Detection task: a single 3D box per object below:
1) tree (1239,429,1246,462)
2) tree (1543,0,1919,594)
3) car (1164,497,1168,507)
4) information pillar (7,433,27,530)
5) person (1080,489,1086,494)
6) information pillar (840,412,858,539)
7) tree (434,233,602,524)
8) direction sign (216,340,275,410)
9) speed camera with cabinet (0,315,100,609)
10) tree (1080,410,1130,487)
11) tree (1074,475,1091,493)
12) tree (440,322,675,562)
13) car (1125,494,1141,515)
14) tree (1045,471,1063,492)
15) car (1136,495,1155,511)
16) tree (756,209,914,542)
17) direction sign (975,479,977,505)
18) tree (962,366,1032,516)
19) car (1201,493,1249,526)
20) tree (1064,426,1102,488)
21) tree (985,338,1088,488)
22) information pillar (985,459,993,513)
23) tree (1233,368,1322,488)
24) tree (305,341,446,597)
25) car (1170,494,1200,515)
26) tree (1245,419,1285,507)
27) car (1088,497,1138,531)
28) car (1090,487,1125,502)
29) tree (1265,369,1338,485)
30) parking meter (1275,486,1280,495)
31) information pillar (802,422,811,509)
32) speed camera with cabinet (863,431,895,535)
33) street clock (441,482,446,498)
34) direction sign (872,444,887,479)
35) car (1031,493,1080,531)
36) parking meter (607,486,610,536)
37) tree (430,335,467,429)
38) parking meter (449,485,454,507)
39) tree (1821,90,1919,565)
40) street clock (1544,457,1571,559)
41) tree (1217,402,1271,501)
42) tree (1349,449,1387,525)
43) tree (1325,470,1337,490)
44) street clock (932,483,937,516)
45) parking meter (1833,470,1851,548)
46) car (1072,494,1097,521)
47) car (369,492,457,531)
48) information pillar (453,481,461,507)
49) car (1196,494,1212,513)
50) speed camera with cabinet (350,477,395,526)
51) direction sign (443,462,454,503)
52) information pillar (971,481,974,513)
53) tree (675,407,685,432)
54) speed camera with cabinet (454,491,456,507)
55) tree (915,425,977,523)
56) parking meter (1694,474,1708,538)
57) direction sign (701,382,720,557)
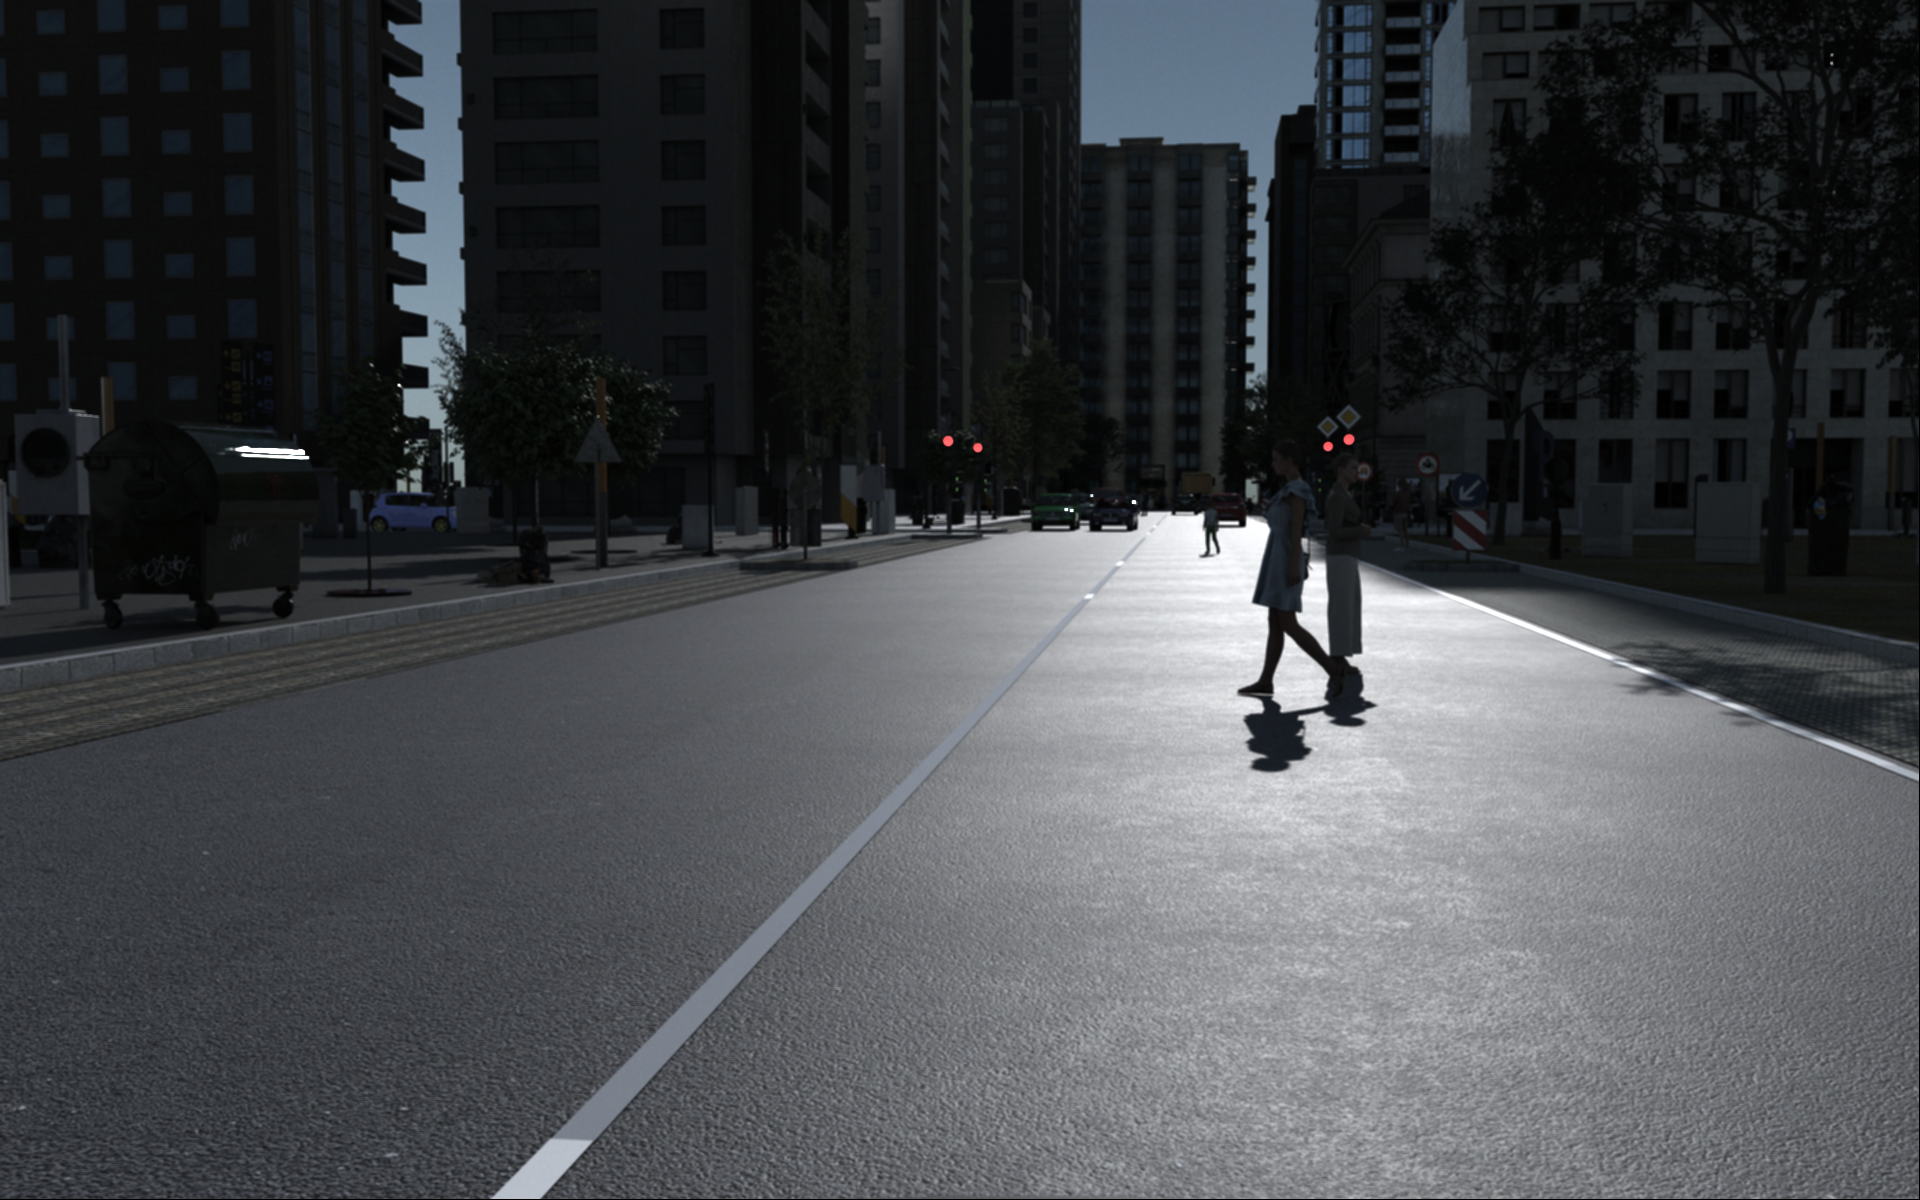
[{"bbox_3d":[30.396,-13.819,176.302,4.360,8.622,3.978,0,3,0],"label":"tree"},{"bbox_3d":[10.225,-5.349,21.867,7.601,10.594,8.767,-2,4,-35],"label":"tree"},{"bbox_3d":[22.410,-11.339,194.980,1.945,1.707,3.694,1,4,9],"label":"car"},{"bbox_3d":[-32.880,-4.221,60.375,0.504,3.616,0.183,-2,4,-24],"label":"information pillar"},{"bbox_3d":[9.275,-7.518,131.434,0.660,1.820,0.620,1,4,8],"label":"person"},{"bbox_3d":[-3.183,-3.562,49.600,0.504,3.616,0.183,-2,4,-25],"label":"information pillar"},{"bbox_3d":[-12.117,-5.995,48.381,4.360,8.622,3.978,0,3,0],"label":"tree"},{"bbox_3d":[-10.596,-2.071,25.855,0.379,3.537,0.876,2,4,33],"label":"direction sign"},{"bbox_3d":[-10.596,-1.511,19.035,2.038,3.252,0.660,0,3,0],"label":"speed camera with cabinet"},{"bbox_3d":[17.530,-17.727,215.585,9.928,11.665,9.643,0,3,0],"label":"tree"},{"bbox_3d":[12.063,-10.858,172.130,1.663,3.219,1.824,0,3,0],"label":"tree"},{"bbox_3d":[-8.172,-3.031,33.276,4.285,4.588,4.351,0,3,0],"label":"tree"},{"bbox_3d":[11.722,-6.735,121.913,2.131,1.459,4.920,0,4,8],"label":"car"},{"bbox_3d":[7.282,-8.754,137.726,1.663,3.219,1.824,0,3,0],"label":"tree"},{"bbox_3d":[15.715,-8.332,148.593,2.083,1.381,4.827,0,4,7],"label":"car"},{"bbox_3d":[-3.575,-5.843,45.895,4.737,8.622,4.395,0,3,0],"label":"tree"},{"bbox_3d":[1.283,-8.937,138.114,0.379,3.537,0.876,0,4,6],"label":"direction sign"},{"bbox_3d":[2.246,-9.071,98.678,4.360,8.622,3.978,0,3,0],"label":"tree"},{"bbox_3d":[11.959,-4.223,78.094,2.155,1.783,4.494,0,4,7],"label":"car"},{"bbox_3d":[13.065,-14.398,185.765,4.360,8.622,3.978,0,3,0],"label":"tree"},{"bbox_3d":[5.585,-12.678,125.412,7.486,12.596,7.792,0,3,0],"label":"tree"},{"bbox_3d":[1.932,-7.574,115.184,0.504,3.616,0.183,1,4,16],"label":"information pillar"},{"bbox_3d":[26.293,-13.220,141.902,9.928,11.665,9.643,0,3,0],"label":"tree"},{"bbox_3d":[-7.393,-1.676,22.011,1.663,3.219,1.824,0,3,0],"label":"tree"},{"bbox_3d":[15.700,-6.669,120.838,2.131,1.459,4.920,0,4,7],"label":"car"},{"bbox_3d":[28.459,-12.725,158.415,4.360,8.622,3.978,0,3,0],"label":"tree"},{"bbox_3d":[6.111,-3.434,68.721,1.945,1.354,3.894,1,4,9],"label":"car"},{"bbox_3d":[8.063,-5.365,96.395,2.281,1.827,5.304,0,4,8],"label":"car"},{"bbox_3d":[20.457,-9.300,102.414,4.737,8.622,4.395,0,3,0],"label":"tree"},{"bbox_3d":[24.427,-7.805,133.321,0.399,1.863,0.255,-3,5,-40],"label":"parking meter"},{"bbox_3d":[-4.931,-3.937,55.723,0.183,3.616,0.504,1,4,21],"label":"information pillar"},{"bbox_3d":[-2.575,-3.722,55.196,0.660,3.252,2.038,1,4,12],"label":"speed camera with cabinet"},{"bbox_3d":[-30.368,-5.954,101.921,0.358,2.002,0.471,-1,4,-22],"label":"street clock"},{"bbox_3d":[-3.773,-5.535,82.495,0.379,3.537,0.876,1,4,9],"label":"direction sign"},{"bbox_3d":[3.855,-3.709,69.438,1.959,1.807,4.718,0,4,7],"label":"car"},{"bbox_3d":[-10.922,-2.732,53.077,0.372,1.533,0.369,0,3,0],"label":"parking meter"},{"bbox_3d":[-22.239,-7.901,79.545,4.737,8.622,4.395,0,3,0],"label":"tree"},{"bbox_3d":[-33.000,-6.534,112.541,0.255,1.863,0.399,0,4,1],"label":"parking meter"},{"bbox_3d":[17.390,-4.929,30.947,4.360,8.622,3.978,0,3,0],"label":"tree"},{"bbox_3d":[11.772,-1.811,34.188,0.471,2.002,0.358,1,4,10],"label":"street clock"},{"bbox_3d":[35.424,-18.036,213.011,7.486,12.596,7.792,0,3,0],"label":"tree"},{"bbox_3d":[17.071,-4.790,72.926,1.663,3.219,1.824,0,3,0],"label":"tree"},{"bbox_3d":[17.634,-5.226,80.045,1.663,3.219,1.824,0,3,0],"label":"tree"},{"bbox_3d":[-1.502,-6.034,103.230,0.358,2.002,0.471,0,4,-2],"label":"street clock"},{"bbox_3d":[21.137,-2.194,41.590,0.399,1.863,0.255,1,4,15],"label":"parking meter"},{"bbox_3d":[5.747,-4.354,82.994,2.131,1.459,4.920,0,4,7],"label":"car"},{"bbox_3d":[-19.615,-3.279,63.196,3.694,1.707,1.945,1,4,8],"label":"car"},{"bbox_3d":[-27.335,-5.486,94.193,0.304,2.012,0.304,3,4,37],"label":"information pillar"},{"bbox_3d":[19.106,-7.384,132.729,2.014,1.417,4.499,0,4,7],"label":"car"},{"bbox_3d":[-24.199,-4.711,71.368,0.660,3.252,2.038,2,4,24],"label":"speed camera with cabinet"},{"bbox_3d":[-36.250,-8.004,122.855,0.876,3.537,0.379,1,4,23],"label":"direction sign"},{"bbox_3d":[0.810,-7.553,114.845,0.183,3.616,0.504,1,4,10],"label":"information pillar"},{"bbox_3d":[-7.746,-3.318,37.969,4.285,4.588,4.351,0,3,0],"label":"tree"},{"bbox_3d":[-26.080,-6.038,93.060,2.038,3.252,0.660,-2,4,-26],"label":"speed camera with cabinet"},{"bbox_3d":[-0.430,-5.720,77.229,4.285,4.588,4.351,0,3,0],"label":"tree"},{"bbox_3d":[21.697,-2.753,50.723,0.255,1.863,0.399,3,5,43],"label":"parking meter"},{"bbox_3d":[-5.144,-2.668,35.616,0.379,3.537,0.876,-1,4,-20],"label":"direction sign"}]
